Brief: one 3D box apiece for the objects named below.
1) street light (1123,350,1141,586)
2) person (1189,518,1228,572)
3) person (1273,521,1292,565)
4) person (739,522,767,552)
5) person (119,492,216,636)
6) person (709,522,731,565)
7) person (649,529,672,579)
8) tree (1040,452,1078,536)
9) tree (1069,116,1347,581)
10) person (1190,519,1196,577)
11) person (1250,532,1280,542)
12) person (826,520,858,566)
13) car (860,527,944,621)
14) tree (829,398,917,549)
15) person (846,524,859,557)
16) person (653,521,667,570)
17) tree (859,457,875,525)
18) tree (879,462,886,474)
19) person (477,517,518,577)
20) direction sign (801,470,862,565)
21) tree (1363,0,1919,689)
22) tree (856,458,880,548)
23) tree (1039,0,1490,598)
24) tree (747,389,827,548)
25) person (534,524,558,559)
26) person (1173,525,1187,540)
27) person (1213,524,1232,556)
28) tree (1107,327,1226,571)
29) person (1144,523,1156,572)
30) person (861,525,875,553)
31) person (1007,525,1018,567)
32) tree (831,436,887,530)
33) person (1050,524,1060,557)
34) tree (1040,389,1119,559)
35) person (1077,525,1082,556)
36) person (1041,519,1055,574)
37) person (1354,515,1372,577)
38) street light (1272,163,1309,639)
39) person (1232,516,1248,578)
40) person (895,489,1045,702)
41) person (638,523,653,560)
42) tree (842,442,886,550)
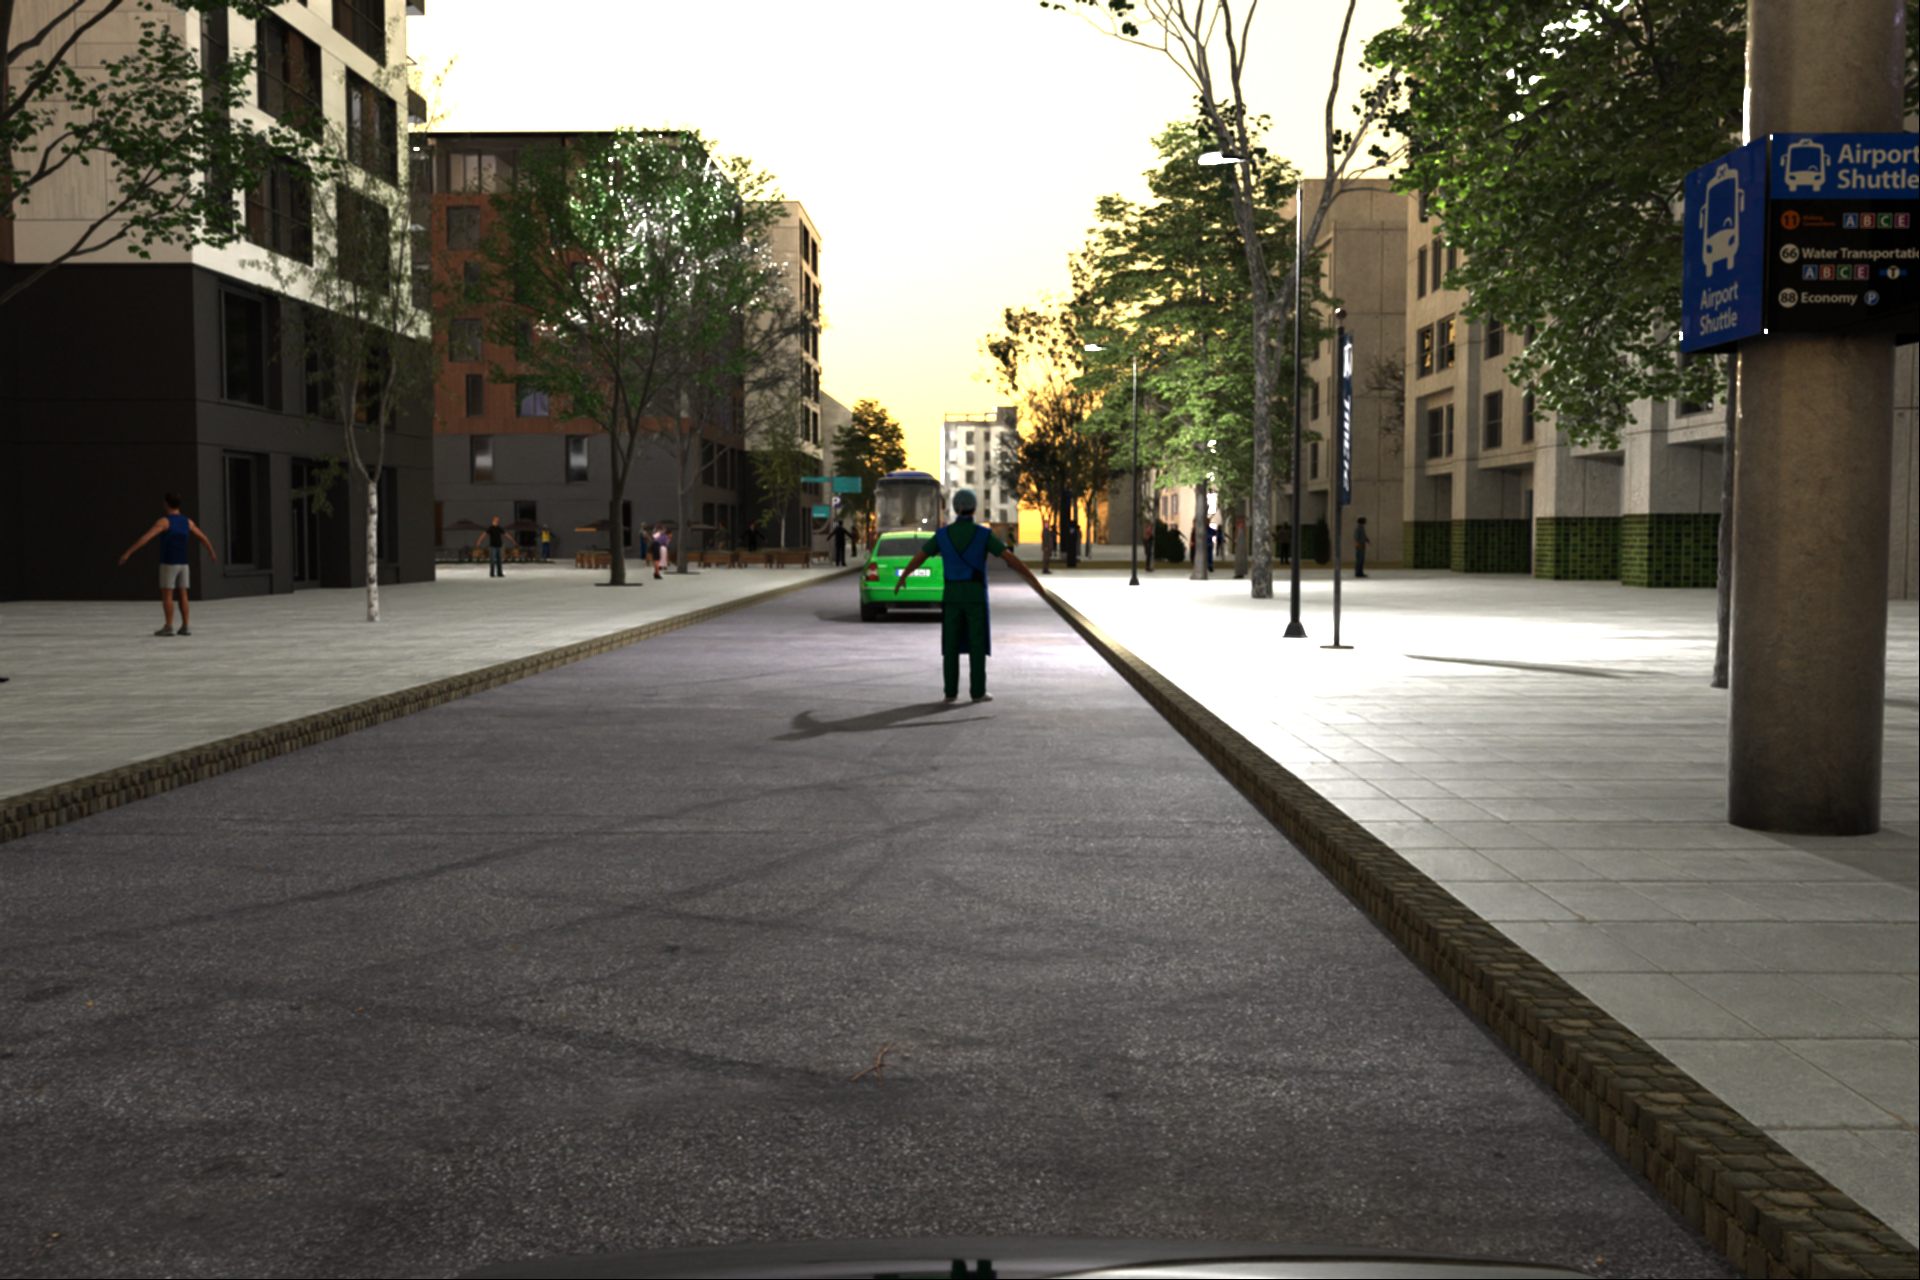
[{"bbox_3d":[4.842,-4.282,42.551,1.470,5.913,1.316,0,4,1],"label":"street light"},{"bbox_3d":[8.405,-3.227,58.741,1.345,1.831,0.704,-1,4,-10],"label":"person"},{"bbox_3d":[13.714,-4.089,72.978,1.348,1.813,0.705,-2,4,-25],"label":"person"},{"bbox_3d":[-9.428,-4.437,78.723,1.347,1.806,0.705,-1,4,-23],"label":"person"},{"bbox_3d":[-9.949,-0.961,21.884,0.704,1.807,1.345,2,4,30],"label":"person"},{"bbox_3d":[-9.974,-4.051,72.503,0.705,1.796,1.348,2,4,32],"label":"person"},{"bbox_3d":[-8.524,-2.451,49.354,0.697,1.427,0.421,-3,4,-36],"label":"person"},{"bbox_3d":[7.860,-11.863,144.325,4.360,8.622,3.978,0,3,0],"label":"tree"},{"bbox_3d":[6.718,-7.950,48.113,7.486,12.596,7.792,0,3,0],"label":"tree"},{"bbox_3d":[6.851,-2.695,50.868,0.721,1.729,1.215,1,4,11],"label":"person"},{"bbox_3d":[13.914,-4.454,79.047,1.346,1.802,0.704,0,4,8],"label":"person"},{"bbox_3d":[-4.752,-3.863,69.102,1.347,1.837,0.705,1,4,16],"label":"person"},{"bbox_3d":[-0.714,-1.284,29.786,1.959,1.807,4.718,0,4,1],"label":"car"},{"bbox_3d":[-7.268,-13.832,144.285,7.486,12.596,7.792,0,3,0],"label":"tree"},{"bbox_3d":[-6.030,-5.651,98.154,0.705,1.858,1.354,-2,4,-31],"label":"person"},{"bbox_3d":[-10.674,-3.359,61.639,0.551,1.740,0.621,-1,4,-16],"label":"person"},{"bbox_3d":[-8.359,-12.352,152.314,4.360,8.622,3.978,0,3,0],"label":"tree"},{"bbox_3d":[-7.684,-13.321,168.162,4.360,8.622,3.978,0,3,0],"label":"tree"},{"bbox_3d":[-13.833,-2.781,51.679,1.348,1.803,0.705,-3,5,-45],"label":"person"},{"bbox_3d":[-5.352,-5.133,72.693,2.525,3.948,1.411,0,4,1],"label":"direction sign"},{"bbox_3d":[6.588,-5.845,13.698,7.486,12.596,7.792,0,3,0],"label":"tree"},{"bbox_3d":[-7.986,-12.624,156.760,4.360,8.622,3.978,0,3,0],"label":"tree"},{"bbox_3d":[6.805,-10.822,32.828,12.611,20.169,13.585,0,3,0],"label":"tree"},{"bbox_3d":[-8.706,-8.269,85.567,4.737,8.622,4.395,0,3,0],"label":"tree"},{"bbox_3d":[-20.995,-4.978,87.860,1.216,1.772,0.721,-1,4,-21],"label":"person"},{"bbox_3d":[12.764,-5.870,102.107,1.346,1.812,0.704,-1,4,-21],"label":"person"},{"bbox_3d":[15.052,-5.782,100.313,1.354,1.856,0.705,-1,4,-9],"label":"person"},{"bbox_3d":[6.375,-6.651,59.108,4.360,8.622,3.978,0,3,0],"label":"tree"},{"bbox_3d":[6.517,-3.162,59.209,0.415,1.643,0.593,-1,4,-20],"label":"person"},{"bbox_3d":[-4.220,-4.633,82.552,1.217,1.733,0.721,2,4,33],"label":"person"},{"bbox_3d":[2.220,-4.047,74.597,0.705,1.833,1.349,-1,4,-12],"label":"person"},{"bbox_3d":[-8.042,-10.968,129.683,4.360,8.622,3.978,0,3,0],"label":"tree"},{"bbox_3d":[5.334,-5.657,98.642,1.345,1.843,0.704,-1,4,-22],"label":"person"},{"bbox_3d":[6.787,-8.389,87.529,4.360,8.622,3.978,0,3,0],"label":"tree"},{"bbox_3d":[6.954,-5.864,102.059,0.705,1.806,1.347,2,4,26],"label":"person"},{"bbox_3d":[2.847,-3.025,56.062,0.434,1.755,0.990,1,4,11],"label":"person"},{"bbox_3d":[11.974,-2.802,51.653,0.704,1.849,1.345,2,4,30],"label":"person"},{"bbox_3d":[4.679,-2.976,21.205,1.470,5.913,1.316,0,4,0],"label":"street light"},{"bbox_3d":[8.117,-2.703,50.338,0.704,1.811,1.347,1,4,17],"label":"person"},{"bbox_3d":[0.056,-0.384,14.868,1.347,1.817,0.704,1,4,16],"label":"person"},{"bbox_3d":[-15.498,-4.839,84.981,0.705,1.847,1.347,-3,4,-37],"label":"person"},{"bbox_3d":[-7.550,-11.361,136.117,4.737,8.622,4.395,0,3,0],"label":"tree"}]
